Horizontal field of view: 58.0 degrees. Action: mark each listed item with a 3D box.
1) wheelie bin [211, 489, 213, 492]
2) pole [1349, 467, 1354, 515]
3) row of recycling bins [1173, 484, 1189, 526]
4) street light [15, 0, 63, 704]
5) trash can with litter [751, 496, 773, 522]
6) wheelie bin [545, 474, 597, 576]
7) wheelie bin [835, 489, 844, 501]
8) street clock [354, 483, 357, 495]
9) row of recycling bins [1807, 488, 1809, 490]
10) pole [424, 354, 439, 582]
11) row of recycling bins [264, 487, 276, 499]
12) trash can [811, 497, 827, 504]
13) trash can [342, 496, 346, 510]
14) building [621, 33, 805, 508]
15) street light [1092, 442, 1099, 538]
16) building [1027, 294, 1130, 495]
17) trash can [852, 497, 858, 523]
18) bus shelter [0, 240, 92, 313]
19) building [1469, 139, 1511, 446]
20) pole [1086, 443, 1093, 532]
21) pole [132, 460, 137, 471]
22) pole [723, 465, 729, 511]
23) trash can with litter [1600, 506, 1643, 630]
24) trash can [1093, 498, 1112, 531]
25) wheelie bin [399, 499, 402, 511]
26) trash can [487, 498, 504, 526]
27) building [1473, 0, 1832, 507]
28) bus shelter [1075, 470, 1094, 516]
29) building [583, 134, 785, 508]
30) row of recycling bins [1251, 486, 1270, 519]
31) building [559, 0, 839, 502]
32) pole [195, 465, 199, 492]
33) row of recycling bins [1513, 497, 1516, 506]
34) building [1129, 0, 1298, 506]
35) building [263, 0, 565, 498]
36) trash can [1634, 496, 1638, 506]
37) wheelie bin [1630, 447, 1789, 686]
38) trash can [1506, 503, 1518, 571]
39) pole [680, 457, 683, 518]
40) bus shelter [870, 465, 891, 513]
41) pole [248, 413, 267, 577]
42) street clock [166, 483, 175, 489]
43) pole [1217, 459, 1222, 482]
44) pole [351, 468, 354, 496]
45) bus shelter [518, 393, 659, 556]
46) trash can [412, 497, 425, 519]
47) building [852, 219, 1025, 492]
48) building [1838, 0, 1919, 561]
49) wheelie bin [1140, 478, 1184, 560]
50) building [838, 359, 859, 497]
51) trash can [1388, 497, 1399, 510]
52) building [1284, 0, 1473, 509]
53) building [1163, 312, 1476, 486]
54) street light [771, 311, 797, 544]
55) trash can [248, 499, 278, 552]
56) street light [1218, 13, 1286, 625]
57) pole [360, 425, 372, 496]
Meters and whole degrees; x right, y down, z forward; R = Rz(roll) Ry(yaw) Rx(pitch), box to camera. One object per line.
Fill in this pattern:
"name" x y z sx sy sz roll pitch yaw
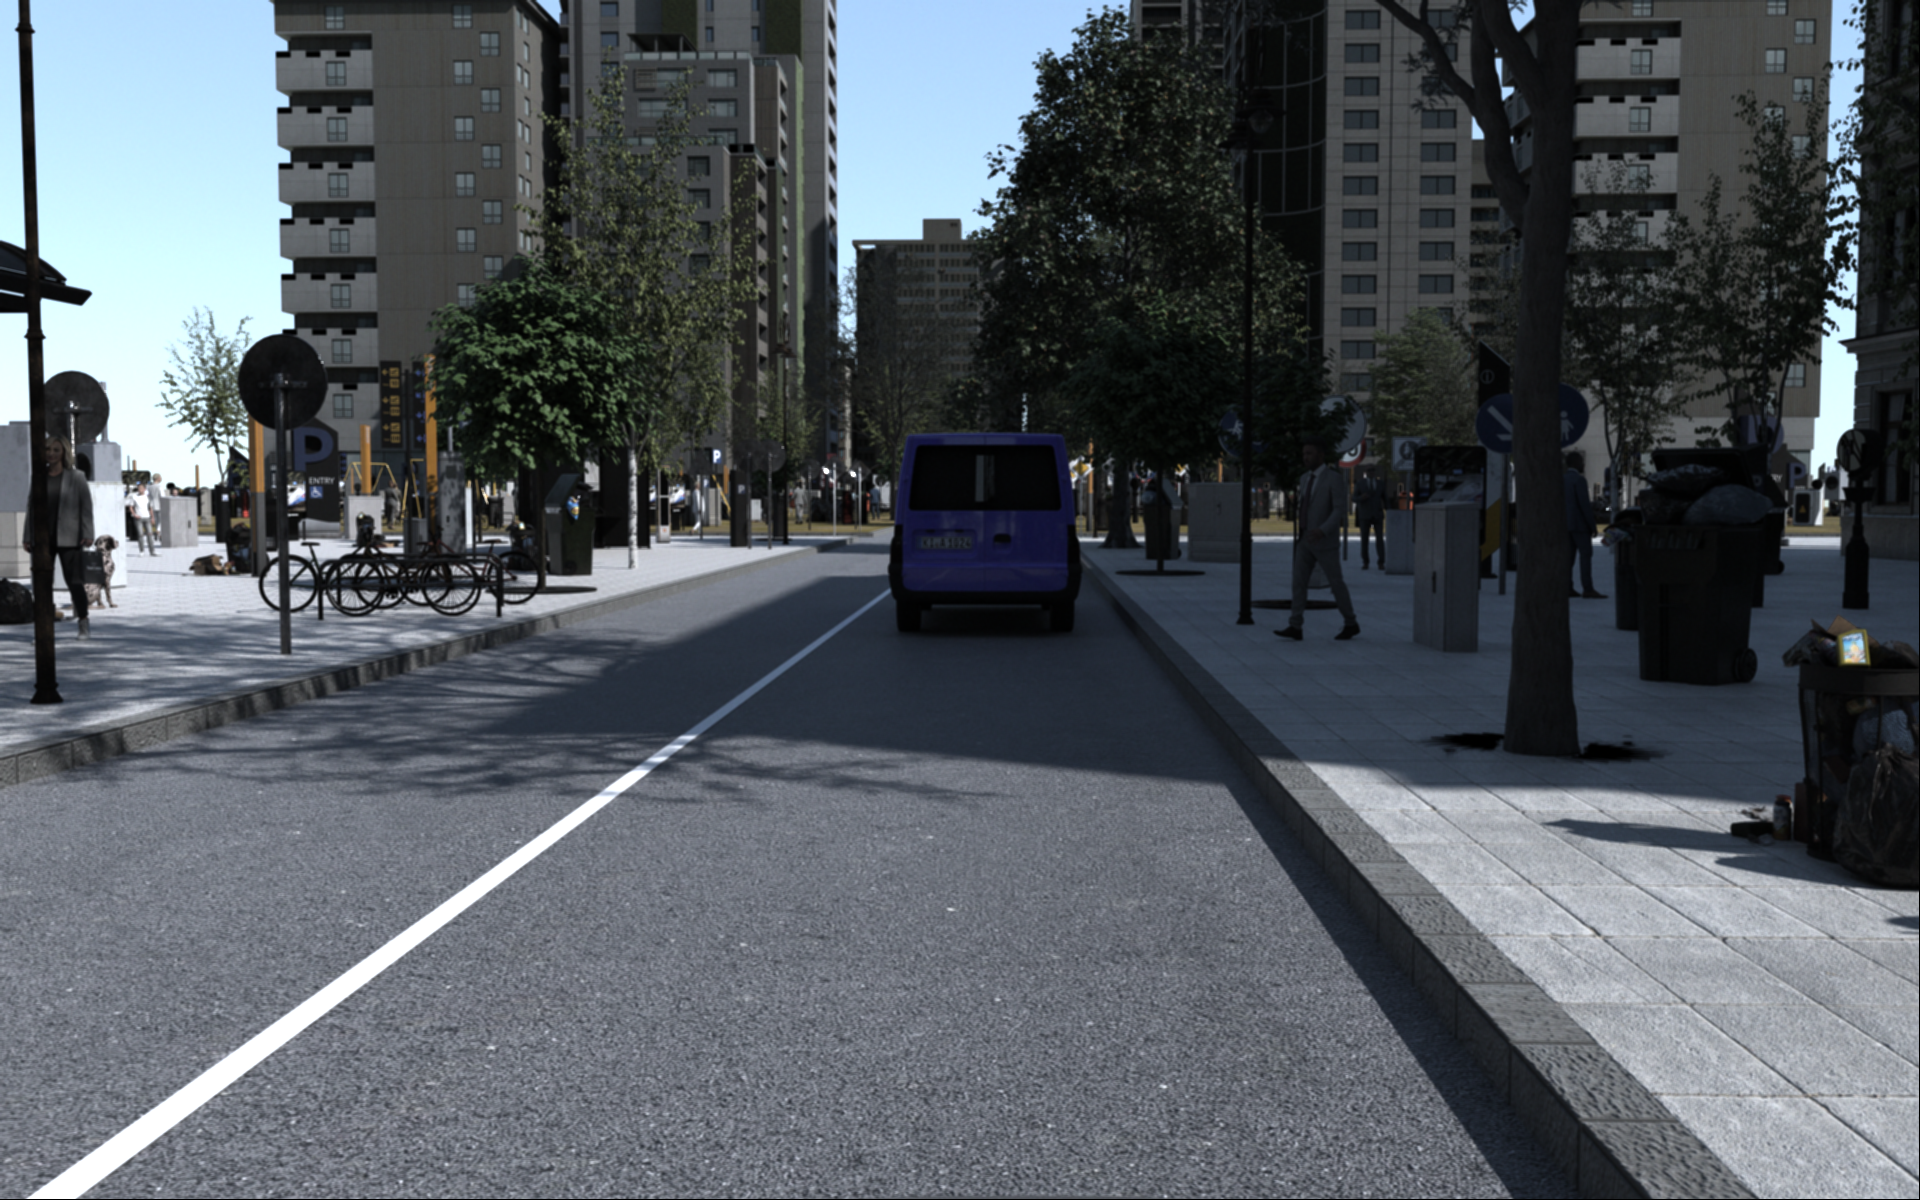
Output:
"wheelie bin" -45.148 -5.902 104.406 0.980 1.594 0.693 -1 4 -22
"pole" 23.557 -6.749 104.185 0.158 3.312 0.155 0 3 0
"row of recycling bins" 9.730 -3.970 72.023 1.069 1.692 3.534 1 4 20
"street light" -5.622 -2.306 10.483 0.468 5.910 1.993 0 4 2
"trash can with litter" -9.231 -4.196 79.666 2.233 1.210 1.678 -3 5 -42
"wheelie bin" -6.178 -1.196 27.462 0.693 1.594 0.980 -3 5 -40
"wheelie bin" -7.817 -6.400 112.551 0.980 1.594 0.693 0 4 -7
"street clock" -40.760 -6.894 117.286 0.471 2.002 0.358 1 4 19
"row of recycling bins" 61.062 -7.240 125.485 1.069 1.692 3.534 1 4 13
"pole" -7.738 -1.928 25.369 0.158 3.312 0.155 0 3 0
"row of recycling bins" -42.220 -5.965 104.643 3.534 1.692 1.069 3 4 37
"trash can" -6.657 -4.289 81.785 0.748 1.137 0.748 0 3 0
"trash can" -42.201 -6.578 119.203 0.748 1.137 0.748 0 3 0
"building" -21.934 -28.932 156.632 14.154 41.232 14.086 0 4 2
"street light" 3.958 -4.748 50.420 0.468 5.910 1.993 0 4 2
"building" 16.111 -28.539 238.305 14.107 30.474 14.160 0 4 2
"trash can" -4.638 -3.922 75.779 0.748 1.137 0.748 0 3 0
"bus shelter" -7.908 -1.039 10.917 2.014 3.302 5.546 0 4 2
"building" 69.103 -37.660 239.444 21.600 48.544 21.300 0 4 2
"pole" 4.408 -3.981 58.928 0.158 3.312 0.155 0 3 0
"pole" -49.192 -6.694 103.285 0.158 3.312 0.155 0 3 0
"pole" -16.574 -7.836 121.966 0.158 3.312 0.155 0 3 0
"trash can with litter" 6.504 -0.319 16.607 0.624 1.170 1.055 2 4 24
"trash can" 4.981 -2.981 60.390 0.748 1.137 0.748 0 3 0
"wheelie bin" -43.377 -7.684 133.542 0.693 1.594 0.980 -2 4 -28
"trash can" -18.769 -3.567 69.979 0.748 1.137 0.748 0 3 0
"building" 70.192 -36.084 179.210 27.495 52.752 28.713 0 4 2
"bus shelter" 7.325 -6.824 105.490 2.014 3.302 5.546 0 4 2
"building" -22.351 -22.703 142.896 14.160 30.474 14.107 0 4 2
"row of recycling bins" 15.043 -5.037 89.475 1.069 1.692 3.534 2 4 31
"building" -27.552 -39.364 185.602 28.212 58.520 21.231 0 4 2
"pole" -53.054 -7.748 120.518 0.158 3.312 0.155 0 3 0
"row of recycling bins" 33.930 -5.887 103.372 3.534 1.692 1.069 0 4 5
"building" 33.872 -48.968 238.878 20.611 71.187 20.563 0 4 2
"building" -55.884 -36.360 183.731 27.495 52.752 28.713 0 4 2
"trash can" 46.285 -6.505 118.003 0.748 1.137 0.748 0 3 0
"wheelie bin" 5.047 -0.240 11.836 0.693 1.594 0.980 -3 5 -40
"trash can" 9.358 -1.061 28.993 0.748 1.137 0.748 0 3 0
"pole" -15.226 -6.165 94.640 0.158 3.312 0.155 0 3 0
"bus shelter" -5.303 -7.852 122.311 2.014 3.302 5.546 0 4 2
"pole" -10.812 -2.005 26.619 0.158 3.312 0.155 0 3 0
"street clock" -50.195 -6.460 110.190 0.358 2.002 0.471 3 4 36
"pole" 11.338 -5.007 75.707 0.158 3.312 0.155 0 3 0
"pole" -47.358 -8.632 134.975 0.158 3.312 0.155 0 3 0
"bus shelter" -7.883 -2.831 37.563 1.731 3.624 6.357 0 4 2
"trash can" -28.013 -4.771 89.665 0.748 1.137 0.748 0 3 0
"building" -2.621 -33.964 247.184 23.993 40.220 32.217 0 4 2
"building" 22.743 -9.890 26.326 10.561 19.102 19.286 0 4 2
"wheelie bin" 3.942 -1.594 33.969 0.693 1.594 0.980 2 4 29
"building" -29.351 -24.574 246.820 28.899 21.520 27.650 0 4 2
"trash can" 21.578 -4.544 85.954 0.748 1.137 0.748 0 3 0
"building" 32.519 -43.747 153.521 20.563 71.187 20.611 0 4 2
"building" 35.670 -20.465 179.649 27.650 21.520 28.899 0 4 2
"street light" -4.443 -4.354 43.983 0.468 5.910 1.993 0 4 2
"trash can" -15.491 -1.652 38.657 0.748 1.137 0.748 0 3 0
"street light" 2.817 -2.699 16.919 0.468 5.910 1.993 0 4 2
"pole" -17.542 -3.497 51.024 0.158 3.312 0.155 0 3 0
